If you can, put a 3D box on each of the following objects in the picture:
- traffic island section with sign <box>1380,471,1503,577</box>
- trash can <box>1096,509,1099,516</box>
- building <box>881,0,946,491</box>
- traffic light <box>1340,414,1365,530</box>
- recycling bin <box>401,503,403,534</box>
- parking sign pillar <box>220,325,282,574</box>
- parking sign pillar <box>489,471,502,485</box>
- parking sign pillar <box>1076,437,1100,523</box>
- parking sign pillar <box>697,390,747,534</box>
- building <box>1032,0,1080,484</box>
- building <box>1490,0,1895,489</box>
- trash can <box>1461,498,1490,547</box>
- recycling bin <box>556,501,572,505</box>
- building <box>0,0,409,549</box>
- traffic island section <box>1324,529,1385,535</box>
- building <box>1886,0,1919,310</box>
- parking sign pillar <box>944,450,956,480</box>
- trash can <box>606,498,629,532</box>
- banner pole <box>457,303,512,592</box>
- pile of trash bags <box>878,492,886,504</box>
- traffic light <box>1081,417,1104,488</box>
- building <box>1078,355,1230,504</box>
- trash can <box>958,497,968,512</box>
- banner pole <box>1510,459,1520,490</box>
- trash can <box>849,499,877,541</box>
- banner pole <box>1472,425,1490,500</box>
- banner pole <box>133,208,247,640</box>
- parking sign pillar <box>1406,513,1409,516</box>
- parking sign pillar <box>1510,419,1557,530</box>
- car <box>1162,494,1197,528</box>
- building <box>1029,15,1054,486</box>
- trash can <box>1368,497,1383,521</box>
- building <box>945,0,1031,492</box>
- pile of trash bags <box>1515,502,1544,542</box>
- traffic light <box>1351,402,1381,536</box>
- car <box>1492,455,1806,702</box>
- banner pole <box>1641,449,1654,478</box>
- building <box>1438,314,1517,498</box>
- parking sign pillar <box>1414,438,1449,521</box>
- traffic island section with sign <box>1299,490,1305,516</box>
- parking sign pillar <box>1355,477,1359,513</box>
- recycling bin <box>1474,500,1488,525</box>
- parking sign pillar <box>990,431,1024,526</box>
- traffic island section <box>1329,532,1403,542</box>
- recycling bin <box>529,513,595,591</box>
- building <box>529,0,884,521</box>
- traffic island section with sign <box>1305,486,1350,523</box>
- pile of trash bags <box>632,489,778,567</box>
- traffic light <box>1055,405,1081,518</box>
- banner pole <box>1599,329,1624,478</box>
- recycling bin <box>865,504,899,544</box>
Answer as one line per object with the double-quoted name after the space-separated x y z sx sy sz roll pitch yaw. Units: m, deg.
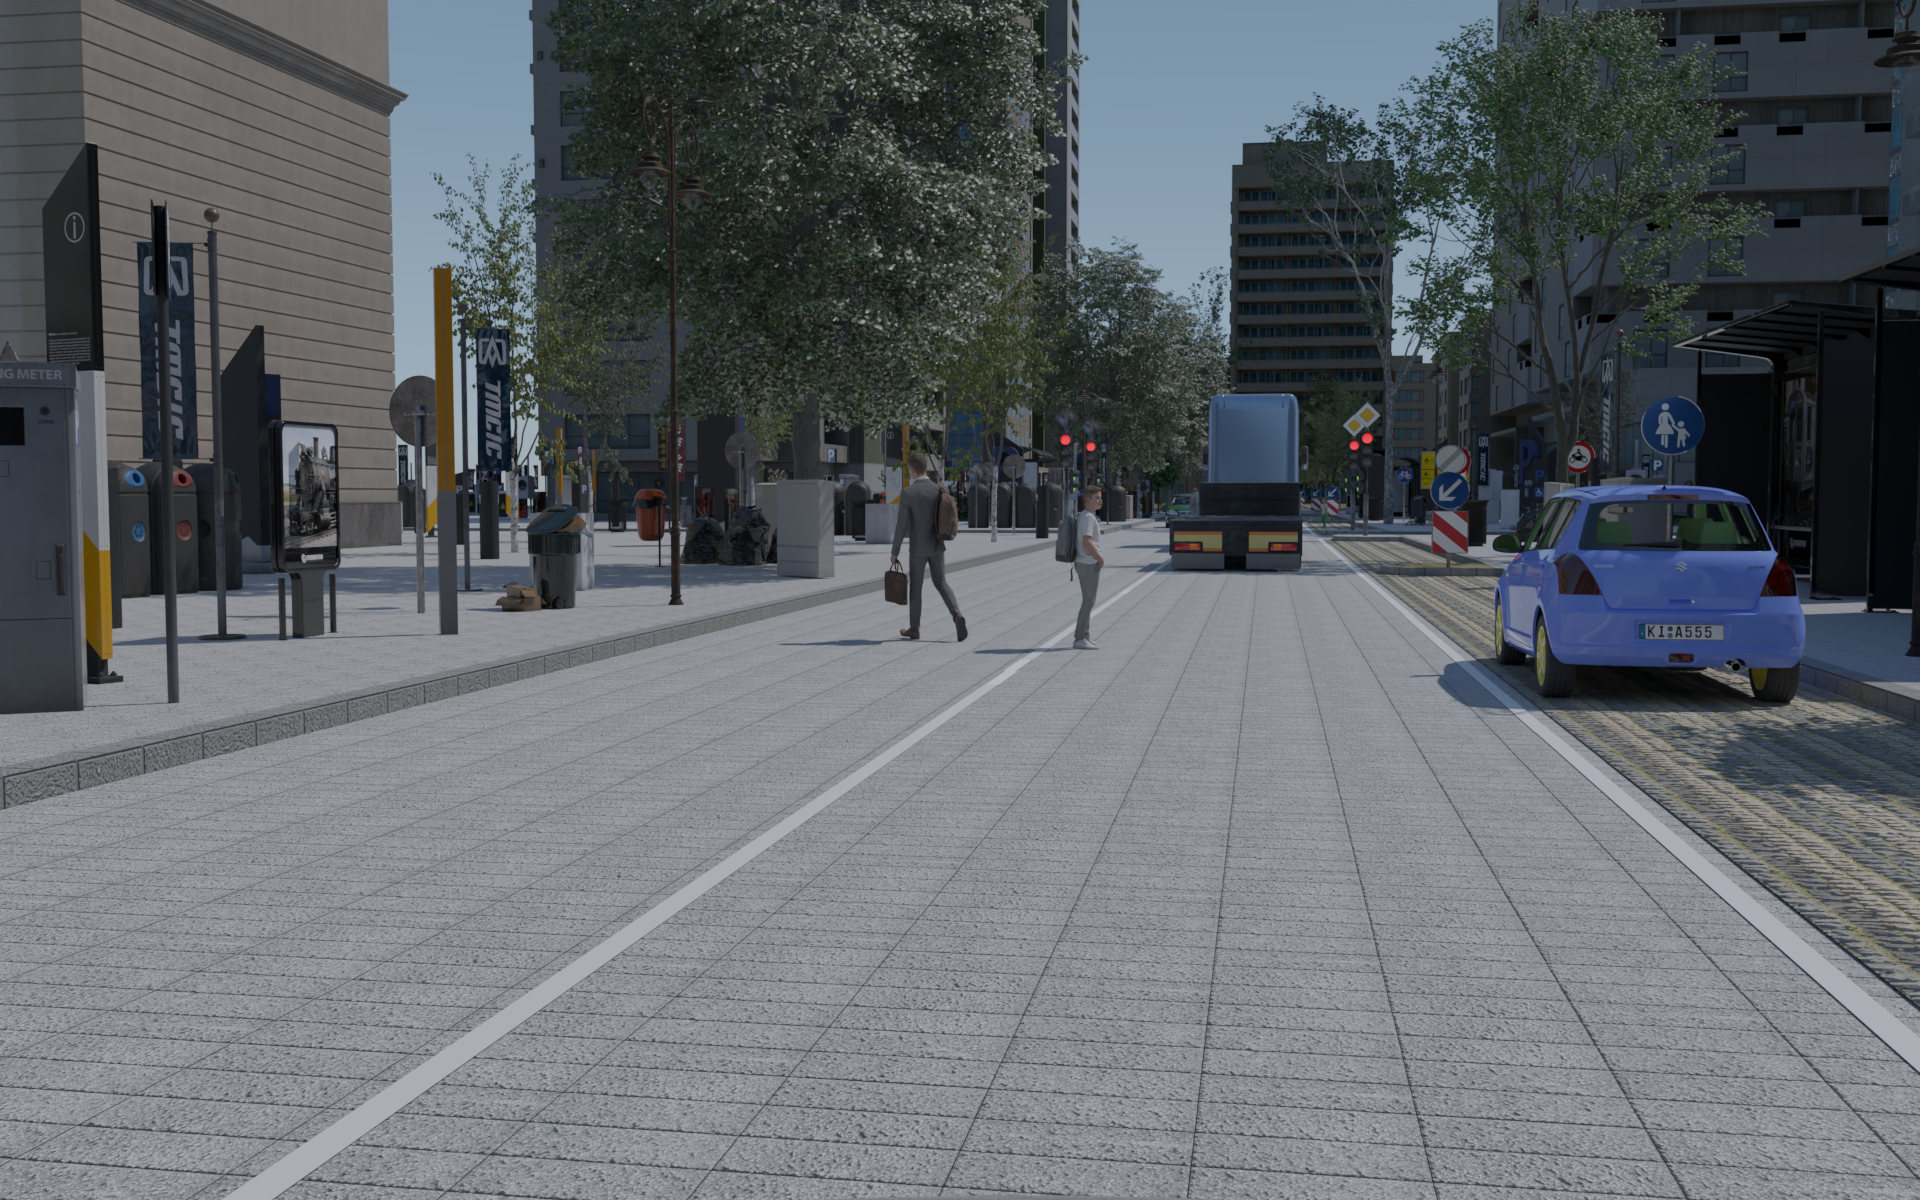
8.549 -1.363 30.911 1.989 1.847 2.006 1 4 10 "traffic island section with sign"
8.112 -5.392 99.810 0.748 1.137 0.748 0 3 0 "trash can"
-13.400 -30.420 121.063 21.300 48.544 21.600 1 4 10 "building"
13.846 -4.410 61.018 0.839 4.253 0.868 1 4 10 "traffic light"
-18.533 -2.669 56.188 0.722 1.027 0.722 -2 4 -32 "recycling bin"
-11.593 -2.432 28.239 1.447 3.967 1.447 3 4 38 "parking sign pillar"
-34.177 -8.466 126.893 1.447 3.967 1.447 2 4 34 "parking sign pillar"
5.549 -5.433 77.294 1.447 3.967 1.447 2 4 28 "parking sign pillar"
-5.970 -3.360 43.406 1.447 3.967 1.447 2 4 35 "parking sign pillar"
-1.270 -39.727 191.543 28.212 58.520 21.231 1 4 10 "building"
60.971 -34.138 147.396 28.713 52.752 27.495 1 4 10 "building"
12.610 -1.886 42.482 0.748 1.137 0.748 0 3 0 "trash can"
-15.215 -3.350 67.320 0.722 1.027 0.722 1 4 21 "recycling bin"
-26.868 -14.787 39.028 25.104 27.353 12.463 1 4 10 "building"
13.883 -2.376 61.125 2.009 0.180 2.903 1 4 10 "traffic island section"
95.912 -33.874 173.455 30.456 49.044 23.786 1 4 10 "building"
-0.574 -6.874 100.855 1.447 3.967 1.447 1 4 12 "parking sign pillar"
-11.494 -2.841 58.103 0.748 1.137 0.748 0 3 0 "trash can"
-6.336 -2.016 22.981 0.863 3.779 0.401 -2 4 -33 "banner pole"
-2.272 -3.641 69.281 1.912 1.369 3.447 -2 4 -34 "pile of trash bags"
4.772 -4.507 62.602 0.839 4.253 0.868 1 4 10 "traffic light"
24.016 -24.664 248.297 28.899 21.520 27.650 1 4 10 "building"
0.182 -4.695 88.421 0.748 1.137 0.748 0 3 0 "trash can"
39.404 -8.148 123.244 0.863 3.779 0.401 1 4 20 "banner pole"
-2.658 -2.188 47.426 0.748 1.137 0.748 0 3 0 "trash can"
18.781 -4.443 62.658 0.863 3.779 0.401 -1 4 -19 "banner pole"
-6.772 -1.542 15.221 0.863 3.779 0.401 -1 4 -8 "banner pole"
26.532 -6.825 100.055 1.447 3.967 1.447 2 4 30 "parking sign pillar"
20.338 -4.469 61.537 1.447 3.967 1.447 0 4 -4 "parking sign pillar"
9.761 -3.818 74.229 2.131 1.459 4.920 1 4 8 "car"
-1.653 -44.399 164.175 20.563 71.187 20.611 1 4 10 "building"
21.956 -4.873 91.319 0.748 1.137 0.748 0 3 0 "trash can"
-1.869 -30.376 146.750 14.600 45.320 14.200 1 4 10 "building"
16.591 -2.276 46.966 3.447 1.369 1.912 -3 5 -42 "pile of trash bags"
12.453 -3.929 53.154 0.839 4.253 0.868 1 4 10 "traffic light"
5.132 -0.226 13.279 1.945 1.707 3.694 1 4 10 "car"
37.970 -6.453 95.529 0.401 3.779 0.863 -3 5 -45 "banner pole"
64.496 -20.265 176.371 27.650 21.520 28.899 1 4 10 "building"
22.962 -5.809 83.445 1.447 3.967 1.447 3 5 40 "parking sign pillar"
22.979 -6.351 112.461 1.989 1.847 2.006 1 4 10 "traffic island section with sign"
27.640 -8.061 120.266 1.447 3.967 1.447 1 4 22 "parking sign pillar"
21.338 -3.610 71.577 0.722 1.027 0.722 -3 5 -41 "recycling bin"
1.904 -4.983 69.947 1.447 3.967 1.447 1 4 12 "parking sign pillar"
12.491 -1.895 53.262 2.009 0.180 2.903 1 4 10 "traffic island section"
-5.335 -0.652 23.221 0.722 1.027 0.722 0 4 1 "recycling bin"
-12.203 -19.313 87.465 14.160 30.474 14.107 1 4 10 "building"
18.195 -4.692 85.345 1.989 1.847 2.006 1 4 10 "traffic island section with sign"
-4.425 -1.335 31.576 3.447 1.369 1.912 -3 5 -43 "pile of trash bags"
3.380 -4.026 54.739 0.839 4.253 0.868 1 4 10 "traffic light"
10.010 -2.241 26.660 0.401 3.779 0.863 0 4 -3 "banner pole"
-1.990 -1.979 44.918 0.722 1.027 0.722 1 4 22 "recycling bin"
